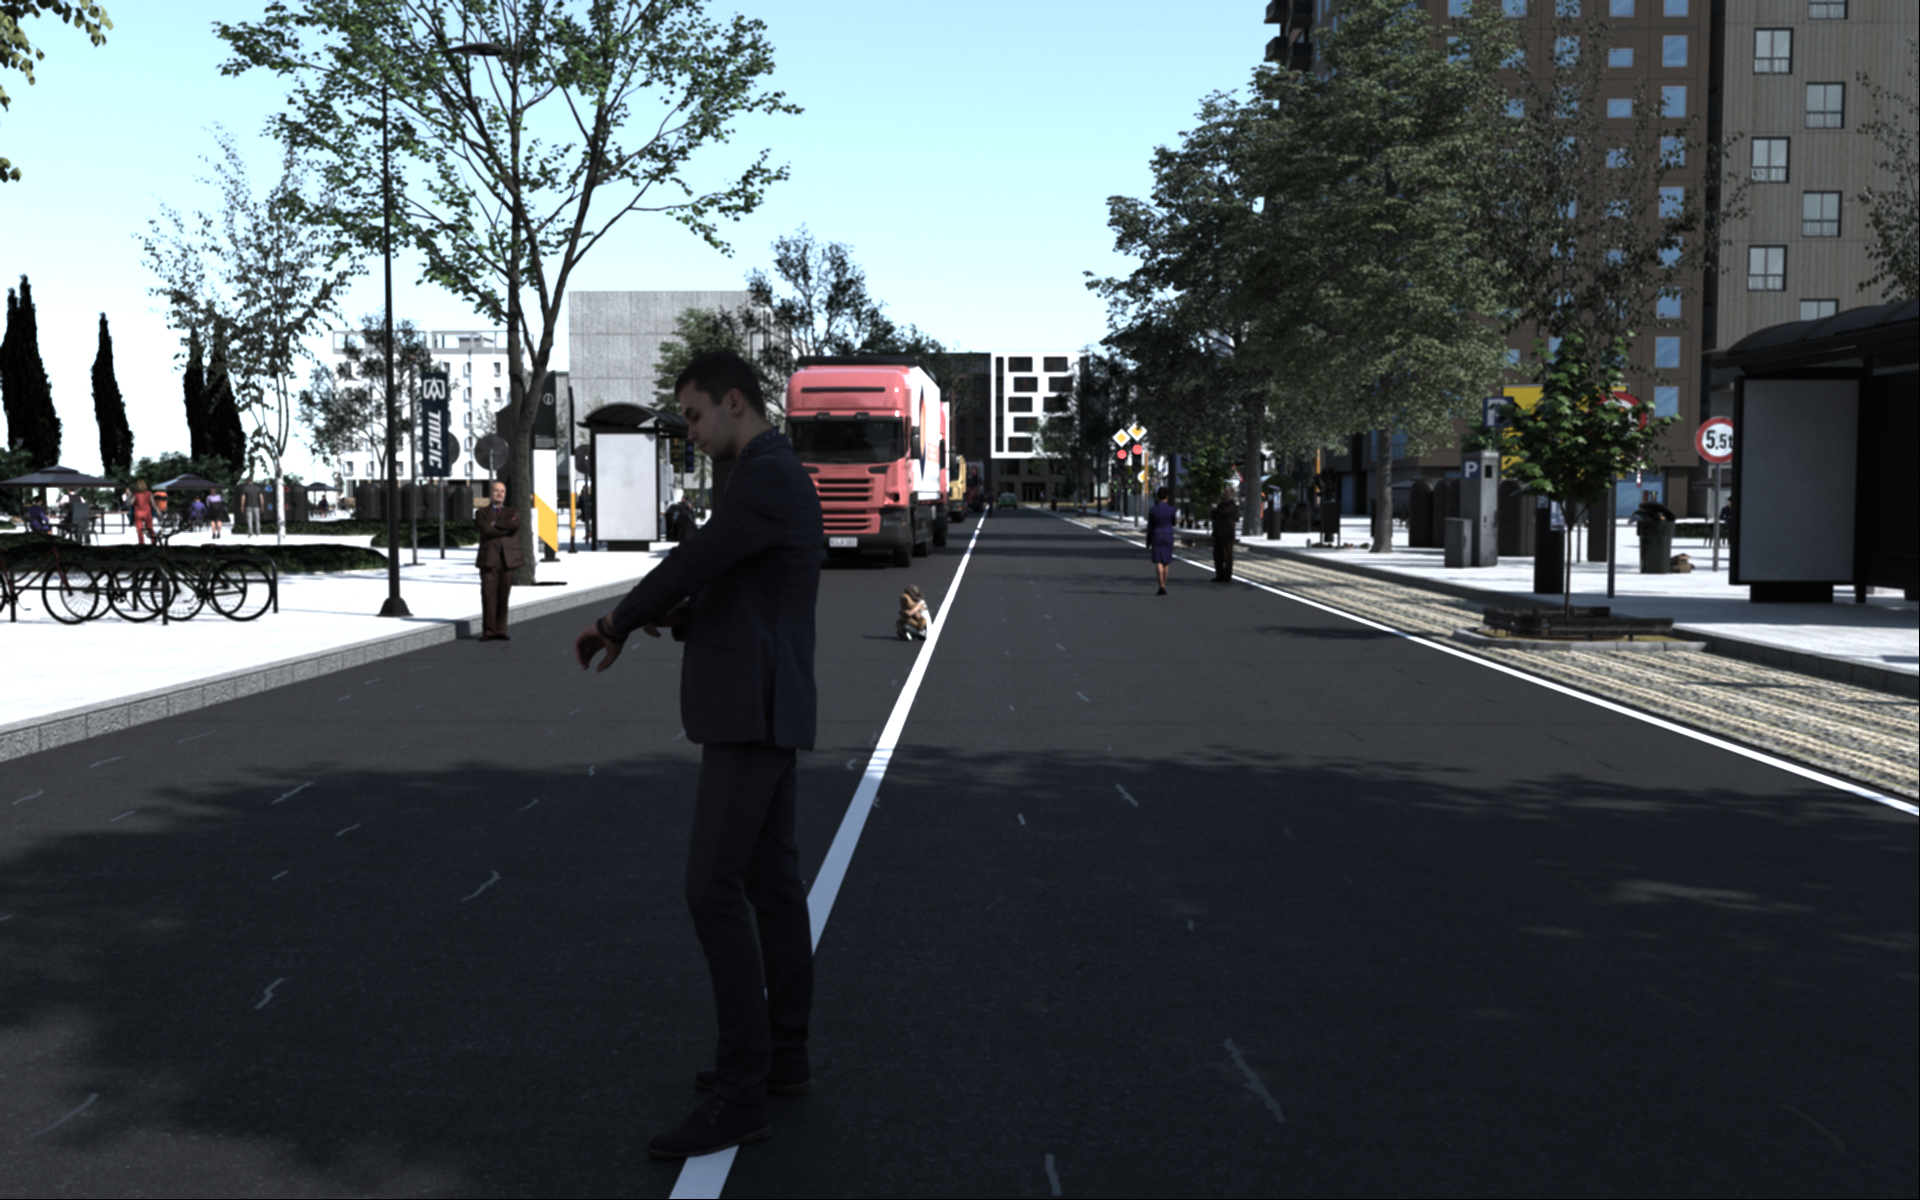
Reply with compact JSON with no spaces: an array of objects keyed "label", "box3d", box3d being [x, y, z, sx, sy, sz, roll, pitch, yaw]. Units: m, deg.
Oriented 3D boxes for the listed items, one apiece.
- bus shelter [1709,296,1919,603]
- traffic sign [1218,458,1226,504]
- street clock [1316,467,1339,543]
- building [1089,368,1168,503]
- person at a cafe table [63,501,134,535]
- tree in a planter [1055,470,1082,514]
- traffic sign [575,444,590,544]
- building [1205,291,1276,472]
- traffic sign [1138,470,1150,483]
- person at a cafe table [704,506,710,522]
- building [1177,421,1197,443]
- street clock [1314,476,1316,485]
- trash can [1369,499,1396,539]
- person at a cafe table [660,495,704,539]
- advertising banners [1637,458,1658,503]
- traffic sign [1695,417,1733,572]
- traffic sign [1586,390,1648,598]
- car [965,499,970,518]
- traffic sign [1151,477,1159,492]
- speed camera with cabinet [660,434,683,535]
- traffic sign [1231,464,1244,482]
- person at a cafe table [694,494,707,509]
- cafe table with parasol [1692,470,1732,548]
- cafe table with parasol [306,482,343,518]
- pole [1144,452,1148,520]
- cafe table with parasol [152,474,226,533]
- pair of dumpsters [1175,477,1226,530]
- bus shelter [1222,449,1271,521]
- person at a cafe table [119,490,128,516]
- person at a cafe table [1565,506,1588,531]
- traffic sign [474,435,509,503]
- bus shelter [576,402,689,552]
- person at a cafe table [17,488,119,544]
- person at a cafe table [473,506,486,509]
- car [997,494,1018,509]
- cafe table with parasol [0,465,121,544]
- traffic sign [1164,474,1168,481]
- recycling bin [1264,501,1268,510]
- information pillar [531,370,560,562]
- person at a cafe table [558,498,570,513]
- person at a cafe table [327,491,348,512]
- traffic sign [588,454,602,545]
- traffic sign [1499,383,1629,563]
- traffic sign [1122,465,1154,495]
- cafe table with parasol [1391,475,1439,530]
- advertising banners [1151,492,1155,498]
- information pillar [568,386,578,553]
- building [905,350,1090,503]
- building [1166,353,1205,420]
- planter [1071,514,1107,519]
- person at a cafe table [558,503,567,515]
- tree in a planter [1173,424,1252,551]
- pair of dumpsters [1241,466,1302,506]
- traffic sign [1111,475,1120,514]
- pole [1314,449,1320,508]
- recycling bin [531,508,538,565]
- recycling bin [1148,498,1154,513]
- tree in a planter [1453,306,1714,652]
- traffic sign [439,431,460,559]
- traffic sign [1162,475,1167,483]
[{"label":"bus shelter","box3d":[9.853,-1.465,17.869,2.014,3.302,5.546,0,4,1]},{"label":"traffic sign","box3d":[9.071,-3.704,60.666,0.768,2.556,0.104,0,4,3]},{"label":"street clock","box3d":[9.765,-2.522,45.800,0.471,2.002,0.358,-3,4,-37]},{"label":"building","box3d":[24.803,-24.396,255.293,11.380,20.091,16.016,0,4,1]},{"label":"person at a cafe table","box3d":[-27.767,-2.725,55.414,1.698,1.238,1.726,2,4,27]},{"label":"tree in a planter","box3d":[7.948,-7.940,127.038,1.991,3.239,1.994,0,4,1]},{"label":"traffic sign","box3d":[-9.493,-2.686,44.015,0.768,2.556,0.104,0,4,3]},{"label":"building","box3d":[32.367,-18.920,165.758,16.016,20.091,11.380,0,4,1]},{"label":"traffic sign","box3d":[9.950,-5.752,93.781,0.795,2.593,0.064,0,4,1]},{"label":"person at a cafe table","box3d":[-12.414,-4.208,79.669,1.698,1.238,1.726,0,4,0]},{"label":"building","box3d":[30.075,-15.639,197.838,9.099,9.664,28.070,0,4,1]},{"label":"street clock","box3d":[12.575,-3.412,60.352,0.471,2.002,0.358,-3,5,-40]},{"label":"trash can","box3d":[11.954,-2.289,49.081,0.748,1.137,0.748,0,3,0]},{"label":"person at a cafe table","box3d":[-8.491,-2.423,50.471,1.726,1.238,1.698,0,4,-3]},{"label":"advertising banners","box3d":[29.269,-4.751,73.859,2.074,3.025,0.090,-3,5,-44]},{"label":"traffic sign","box3d":[12.514,-1.743,28.612,0.768,2.556,0.104,1,4,11]},{"label":"traffic sign","box3d":[8.033,-1.296,21.299,0.768,2.556,0.104,0,4,4]},{"label":"car","box3d":[-0.452,-5.950,106.323,2.155,1.783,4.494,0,4,1]},{"label":"traffic sign","box3d":[13.307,-7.288,119.268,0.768,2.556,0.104,1,4,9]},{"label":"speed camera with cabinet","box3d":[-9.272,-3.700,54.826,0.660,3.252,2.038,0,4,4]},{"label":"traffic sign","box3d":[11.878,-4.591,75.064,0.884,2.594,0.081,0,4,5]},{"label":"person at a cafe table","box3d":[-22.198,-8.545,148.221,1.698,1.524,1.622,-1,4,-11]},{"label":"cafe table with parasol","box3d":[18.553,-2.200,40.840,2.610,1.966,2.610,-2,4,-31]},{"label":"cafe table with parasol","box3d":[-35.206,-5.516,95.053,2.610,1.966,2.610,-2,4,-25]},{"label":"pole","box3d":[9.059,-5.534,84.322,0.158,3.312,0.155,0,3,0]},{"label":"cafe table with parasol","box3d":[-26.007,-3.277,58.440,2.610,1.966,2.610,1,4,18]},{"label":"pair of dumpsters","box3d":[8.972,-3.767,64.086,1.574,2.255,4.437,0,4,1]},{"label":"bus shelter","box3d":[12.756,-5.214,79.178,2.014,3.302,5.546,0,4,1]},{"label":"person at a cafe table","box3d":[-48.882,-5.735,102.289,1.622,1.524,1.698,-1,4,-20]},{"label":"person at a cafe table","box3d":[21.687,-3.002,59.937,1.698,1.238,1.726,2,4,23]},{"label":"traffic sign","box3d":[-10.066,-2.269,37.203,0.768,2.556,0.104,0,4,4]},{"label":"bus shelter","box3d":[-7.418,-2.880,41.008,2.014,3.302,5.546,0,4,1]},{"label":"person at a cafe table","box3d":[-22.852,-2.188,44.283,1.622,1.524,1.698,3,4,36]},{"label":"person at a cafe table","box3d":[-22.916,-4.346,79.580,1.698,1.524,1.622,2,4,24]},{"label":"car","box3d":[4.531,-9.518,164.422,1.959,1.807,4.718,0,4,1]},{"label":"cafe table with parasol","box3d":[-21.404,-2.222,41.190,2.610,1.966,2.610,-1,4,-8]},{"label":"traffic sign","box3d":[13.651,-6.967,113.913,0.884,2.594,0.081,0,4,6]},{"label":"recycling bin","box3d":[10.557,-2.886,59.737,0.722,1.027,0.722,0,4,-6]},{"label":"information pillar","box3d":[-7.817,-2.523,32.610,0.504,3.616,0.183,-3,5,-45]},{"label":"person at a cafe table","box3d":[-28.083,-6.883,121.060,1.622,1.524,1.698,1,4,17]},{"label":"person at a cafe table","box3d":[-45.579,-7.226,126.667,1.622,1.524,1.698,-1,4,-19]},{"label":"traffic sign","box3d":[-9.102,-2.547,43.773,0.606,2.300,0.079,1,4,9]},{"label":"traffic sign","box3d":[11.155,-2.337,32.076,2.265,3.308,0.079,1,4,11]},{"label":"traffic sign","box3d":[12.543,-7.861,122.392,2.265,3.308,0.079,1,4,10]},{"label":"cafe table with parasol","box3d":[16.755,-3.549,62.899,2.610,1.966,2.610,2,4,27]},{"label":"advertising banners","box3d":[14.002,-7.435,117.752,2.074,3.025,0.090,2,4,23]},{"label":"information pillar","box3d":[-8.391,-2.819,37.446,0.183,3.616,0.504,-1,4,-17]},{"label":"building","box3d":[2.498,-25.466,260.338,32.646,21.610,27.936,0,4,1]},{"label":"building","box3d":[46.914,-25.459,260.225,32.646,21.610,27.936,0,4,1]},{"label":"planter","box3d":[7.430,-4.835,100.189,1.991,0.319,1.994,0,4,1]},{"label":"person at a cafe table","box3d":[-25.125,-5.783,105.405,1.726,1.238,1.698,-3,5,-40]},{"label":"tree in a planter","box3d":[6.381,-2.887,44.431,1.991,3.239,1.994,0,4,1]},{"label":"pair of dumpsters","box3d":[11.223,-3.668,62.467,1.574,2.255,4.437,0,4,1]},{"label":"traffic sign","box3d":[10.210,-6.891,112.766,0.768,2.556,0.104,0,4,8]},{"label":"pole","box3d":[16.098,-5.155,78.132,0.158,3.312,0.155,0,3,0]},{"label":"recycling bin","box3d":[-8.087,-1.139,31.182,0.722,1.027,0.722,3,5,44]},{"label":"recycling bin","box3d":[12.627,-6.180,113.594,0.722,1.027,0.722,2,4,29]},{"label":"tree in a planter","box3d":[5.837,-1.182,16.552,1.991,3.239,1.994,0,4,1]},{"label":"traffic sign","box3d":[-10.257,-2.089,34.258,0.768,2.556,0.104,0,4,7]},{"label":"traffic sign","box3d":[13.816,-7.039,115.197,0.768,2.556,0.104,0,4,3]}]
